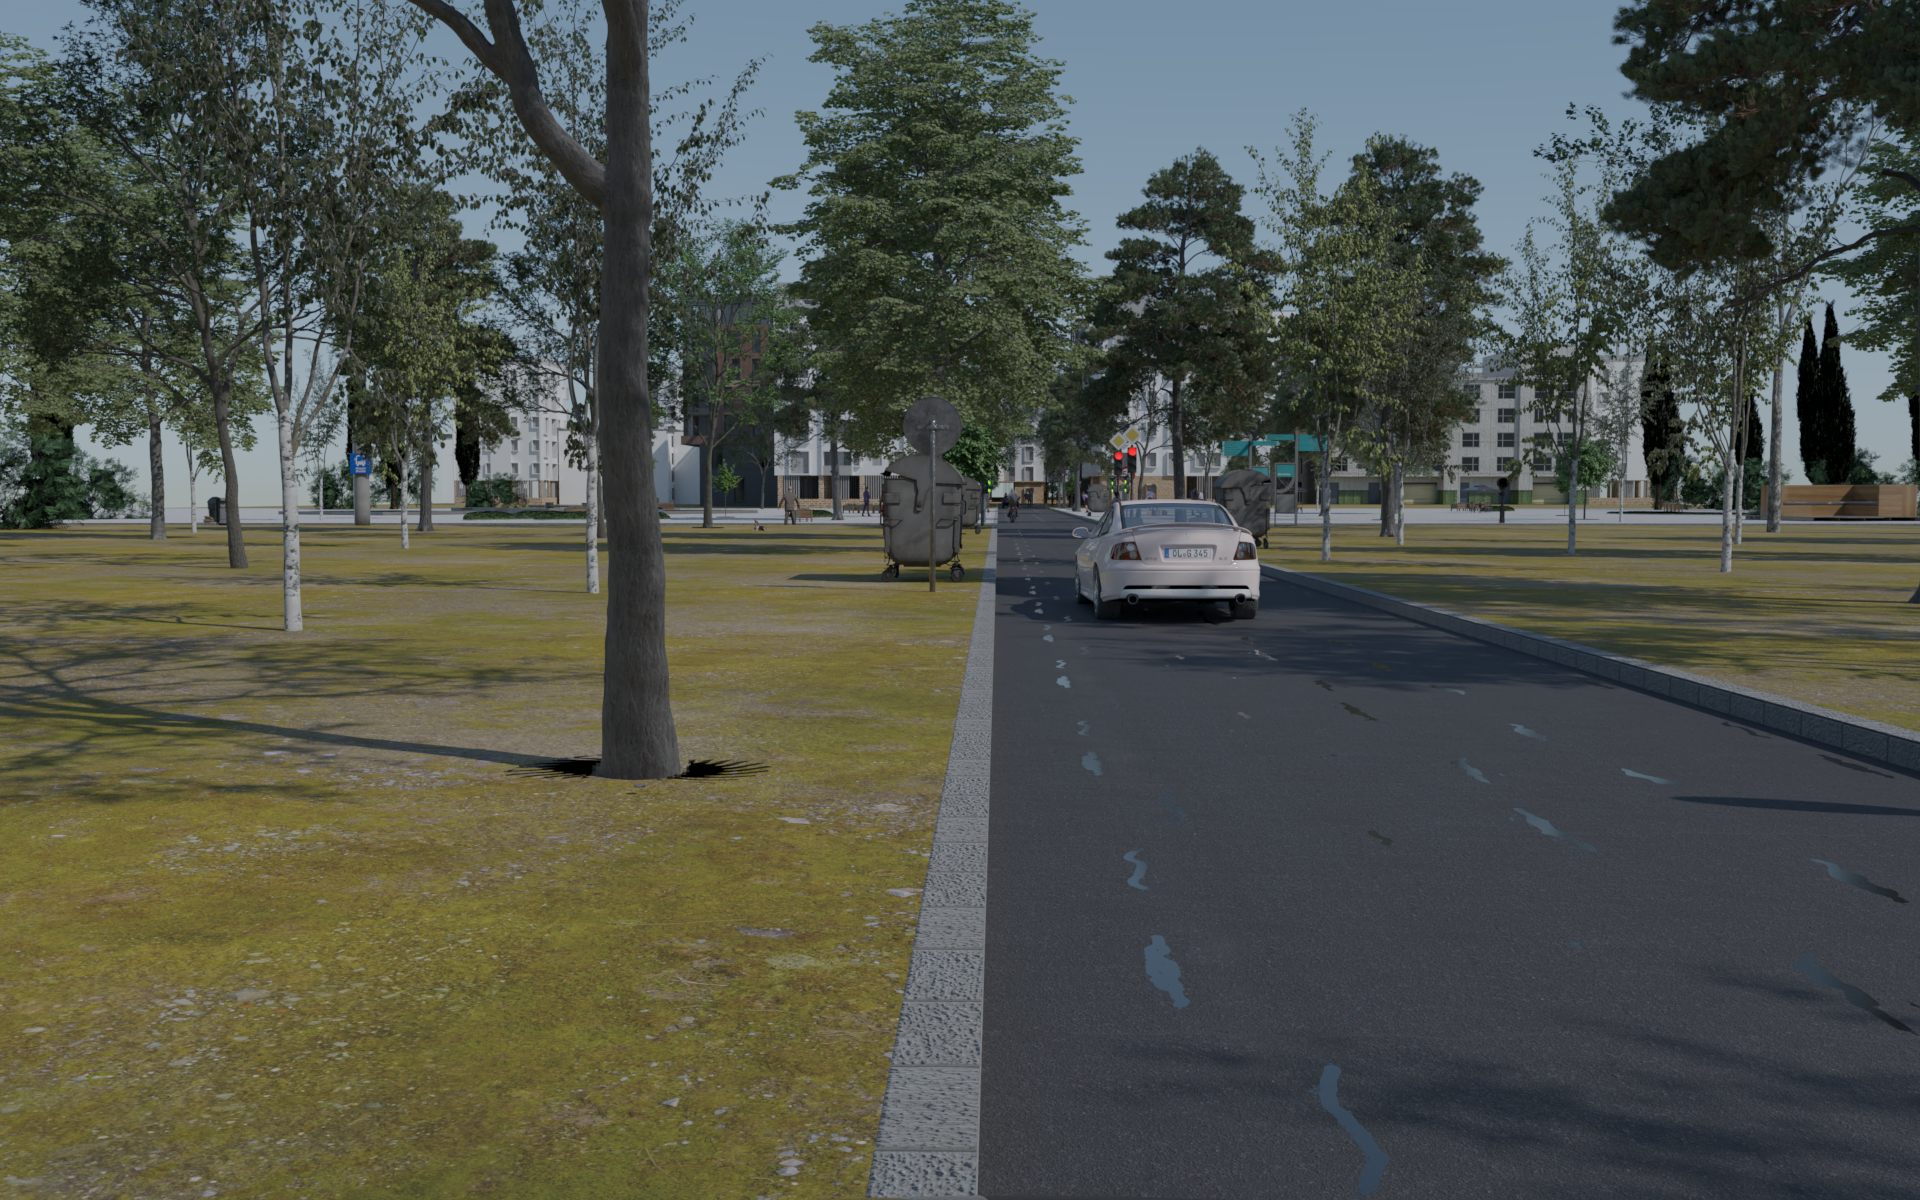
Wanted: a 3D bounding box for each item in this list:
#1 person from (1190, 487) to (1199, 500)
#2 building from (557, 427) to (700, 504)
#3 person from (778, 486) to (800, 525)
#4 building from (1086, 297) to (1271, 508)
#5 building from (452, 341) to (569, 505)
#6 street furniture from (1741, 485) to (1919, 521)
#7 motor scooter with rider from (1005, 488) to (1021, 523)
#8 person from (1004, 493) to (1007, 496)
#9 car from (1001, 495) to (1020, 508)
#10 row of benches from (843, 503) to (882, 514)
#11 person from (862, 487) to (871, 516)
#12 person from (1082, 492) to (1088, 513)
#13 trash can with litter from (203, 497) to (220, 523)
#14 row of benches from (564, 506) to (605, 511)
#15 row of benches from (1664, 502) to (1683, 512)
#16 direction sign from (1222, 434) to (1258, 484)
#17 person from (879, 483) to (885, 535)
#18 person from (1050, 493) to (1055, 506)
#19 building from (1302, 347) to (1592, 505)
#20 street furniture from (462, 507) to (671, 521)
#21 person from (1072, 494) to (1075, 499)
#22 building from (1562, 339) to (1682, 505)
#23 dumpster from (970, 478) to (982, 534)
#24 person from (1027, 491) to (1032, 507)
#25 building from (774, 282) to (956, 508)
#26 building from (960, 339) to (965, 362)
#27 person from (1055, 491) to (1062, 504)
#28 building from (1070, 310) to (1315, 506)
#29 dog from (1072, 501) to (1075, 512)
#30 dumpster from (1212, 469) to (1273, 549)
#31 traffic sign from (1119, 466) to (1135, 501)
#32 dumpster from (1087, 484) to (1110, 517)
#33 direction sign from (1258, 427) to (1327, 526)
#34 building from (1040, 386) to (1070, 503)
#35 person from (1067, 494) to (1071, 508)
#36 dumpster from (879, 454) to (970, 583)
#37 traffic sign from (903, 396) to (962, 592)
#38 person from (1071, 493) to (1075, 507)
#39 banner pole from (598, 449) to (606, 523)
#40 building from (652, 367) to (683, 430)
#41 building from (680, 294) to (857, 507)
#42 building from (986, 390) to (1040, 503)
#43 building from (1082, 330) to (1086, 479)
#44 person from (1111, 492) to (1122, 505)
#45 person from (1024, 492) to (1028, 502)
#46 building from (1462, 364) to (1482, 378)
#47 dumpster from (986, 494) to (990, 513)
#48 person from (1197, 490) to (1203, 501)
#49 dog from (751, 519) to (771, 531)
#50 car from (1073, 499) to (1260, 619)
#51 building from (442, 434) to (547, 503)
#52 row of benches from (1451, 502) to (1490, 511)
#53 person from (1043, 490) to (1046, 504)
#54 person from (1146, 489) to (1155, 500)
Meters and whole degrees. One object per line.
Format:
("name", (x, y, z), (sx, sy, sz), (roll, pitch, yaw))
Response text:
("person", (14.300, -6.042, 105.658), (0.431, 1.722, 0.655), (0, 4, -7))
("building", (-36.656, -17.163, 222.760), (28.070, 9.664, 9.099), (0, 4, 1))
("person", (-7.318, -3.978, 74.091), (0.990, 1.755, 0.434), (-1, 4, -16))
("building", (20.460, -18.794, 163.700), (16.016, 20.091, 11.380), (0, 4, 1))
("building", (-56.453, -22.202, 219.429), (11.380, 20.091, 16.016), (0, 4, 1))
("street furniture", (43.918, -4.786, 85.112), (9.812, 1.723, 11.010), (0, 4, -4))
("motor scooter with rider", (2.688, -4.793, 87.329), (0.876, 1.779, 1.986), (0, 4, 0))
("person", (6.118, -13.353, 228.285), (0.593, 1.643, 0.415), (-2, 4, -31))
("car", (5.143, -10.040, 176.729), (1.945, 1.354, 3.894), (0, 4, 2))
("row of benches", (-6.270, -6.061, 114.563), (4.104, 0.672, 1.422), (3, 5, 44))
("person", (-5.314, -5.616, 98.786), (0.530, 1.710, 0.541), (-2, 4, -28))
("person", (8.614, -6.691, 118.679), (0.697, 1.427, 0.421), (3, 5, 42))
("trash can with litter", (-33.575, -4.065, 77.848), (0.624, 1.170, 1.055), (0, 4, -1))
("row of benches", (-19.174, -4.672, 91.855), (4.104, 0.672, 1.422), (-3, 5, -42))
("row of benches", (52.483, -6.849, 127.436), (1.422, 0.672, 4.104), (1, 4, 13))
("direction sign", (12.982, -5.399, 77.034), (2.525, 3.948, 1.411), (0, 4, 2))
("person", (-1.999, -2.516, 48.889), (0.444, 1.614, 0.593), (-2, 4, -27))
("person", (10.067, -10.994, 189.047), (1.065, 1.426, 0.557), (-3, 5, -42))
("building", (60.047, -21.397, 216.294), (31.486, 18.905, 16.747), (0, 4, 1))
("street furniture", (-19.419, -4.337, 86.539), (10.072, 0.657, 5.734), (0, 4, -2))
("person", (11.172, -9.928, 168.818), (0.568, 1.767, 0.683), (0, 4, -2))
("building", (81.495, -22.035, 216.686), (11.380, 20.091, 16.016), (0, 4, 1))
("dumpster", (0.065, -3.049, 55.609), (1.264, 1.857, 1.865), (0, 4, 1))
("person", (7.577, -11.081, 190.205), (0.617, 1.759, 0.750), (-1, 4, -9))
("building", (-8.370, -18.500, 158.892), (16.016, 20.091, 11.380), (0, 4, 1))
("building", (-7.802, -19.194, 170.241), (16.016, 20.091, 11.380), (0, 4, 1))
("person", (12.814, -13.521, 227.199), (1.348, 1.812, 0.705), (2, 4, 26))
("building", (27.131, -22.342, 209.267), (27.936, 21.610, 32.646), (0, 4, 1))
("dog", (8.481, -6.914, 127.428), (0.513, 0.831, 0.800), (1, 4, 15))
("dumpster", (6.721, -2.169, 41.226), (1.264, 1.857, 1.865), (0, 4, 1))
("traffic sign", (7.639, -4.843, 79.283), (0.768, 2.556, 0.104), (0, 4, 8))
("dumpster", (7.918, -5.716, 99.213), (1.264, 1.857, 1.865), (0, 4, 1))
("direction sign", (13.474, -4.954, 69.765), (2.525, 3.948, 1.411), (0, 4, 3))
("building", (17.728, -23.897, 247.139), (11.380, 20.091, 16.016), (0, 4, 1))
("person", (10.380, -9.708, 164.779), (0.705, 1.822, 1.348), (1, 4, 13))
("dumpster", (-0.545, -1.221, 25.715), (1.264, 1.857, 1.865), (0, 4, 1))
("traffic sign", (-0.361, -1.378, 22.629), (0.768, 2.556, 0.104), (0, 4, 5))
("person", (11.634, -10.516, 177.606), (1.348, 1.869, 0.705), (1, 4, 13))
("banner pole", (-16.172, -5.351, 77.511), (0.401, 3.779, 0.863), (3, 5, 40))
("building", (-38.388, -23.962, 248.199), (11.380, 20.091, 16.016), (0, 4, 1))
("building", (-14.353, -21.359, 193.193), (27.936, 21.610, 32.646), (0, 4, 1))
("building", (6.361, -23.941, 247.857), (11.380, 20.091, 16.016), (0, 4, 1))
("building", (20.481, -19.489, 175.061), (16.016, 20.091, 11.380), (0, 4, 1))
("person", (5.684, -3.184, 63.021), (0.387, 1.526, 0.523), (-3, 4, -37))
("person", (8.778, -13.354, 227.278), (0.683, 1.767, 0.568), (0, 4, -3))
("building", (73.134, -23.861, 246.543), (11.380, 20.091, 16.016), (0, 4, 1))
("dumpster", (1.434, -6.898, 118.535), (1.264, 1.857, 1.865), (0, 4, 1))
("person", (15.940, -6.537, 115.132), (0.590, 1.554, 0.614), (1, 4, 23))
("dog", (-6.912, -2.600, 60.242), (0.748, 0.427, 0.550), (-1, 4, -9))
("car", (2.460, -0.542, 21.217), (2.083, 1.381, 4.827), (0, 4, -1))
("building", (-58.181, -18.561, 245.624), (28.070, 9.664, 9.099), (0, 4, 1))
("row of benches", (38.511, -7.033, 130.446), (4.104, 0.672, 1.422), (-3, 4, -37))
("person", (11.231, -13.561, 228.283), (0.721, 1.766, 1.217), (0, 4, 4))
("person", (15.035, -7.948, 136.938), (0.756, 1.711, 0.436), (0, 4, -5))
